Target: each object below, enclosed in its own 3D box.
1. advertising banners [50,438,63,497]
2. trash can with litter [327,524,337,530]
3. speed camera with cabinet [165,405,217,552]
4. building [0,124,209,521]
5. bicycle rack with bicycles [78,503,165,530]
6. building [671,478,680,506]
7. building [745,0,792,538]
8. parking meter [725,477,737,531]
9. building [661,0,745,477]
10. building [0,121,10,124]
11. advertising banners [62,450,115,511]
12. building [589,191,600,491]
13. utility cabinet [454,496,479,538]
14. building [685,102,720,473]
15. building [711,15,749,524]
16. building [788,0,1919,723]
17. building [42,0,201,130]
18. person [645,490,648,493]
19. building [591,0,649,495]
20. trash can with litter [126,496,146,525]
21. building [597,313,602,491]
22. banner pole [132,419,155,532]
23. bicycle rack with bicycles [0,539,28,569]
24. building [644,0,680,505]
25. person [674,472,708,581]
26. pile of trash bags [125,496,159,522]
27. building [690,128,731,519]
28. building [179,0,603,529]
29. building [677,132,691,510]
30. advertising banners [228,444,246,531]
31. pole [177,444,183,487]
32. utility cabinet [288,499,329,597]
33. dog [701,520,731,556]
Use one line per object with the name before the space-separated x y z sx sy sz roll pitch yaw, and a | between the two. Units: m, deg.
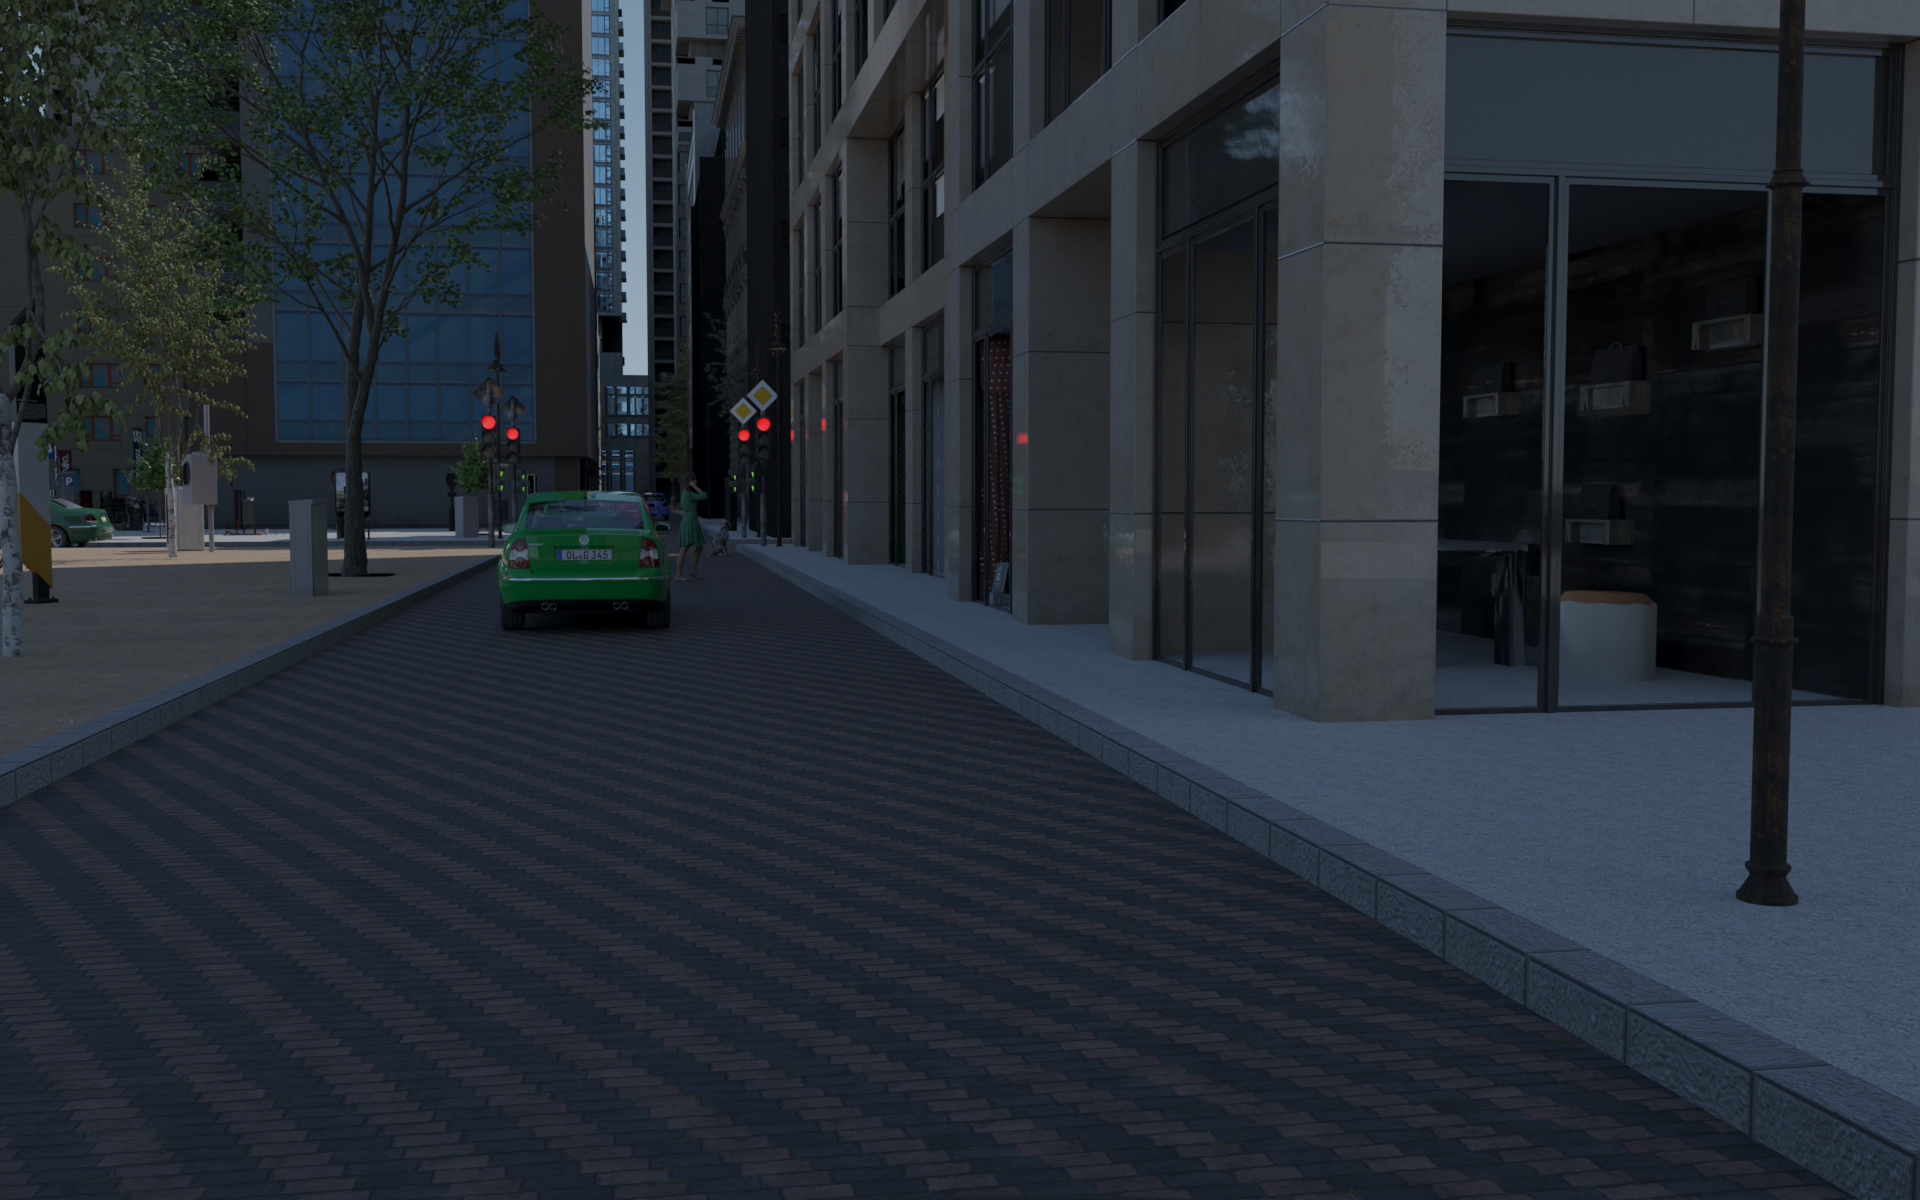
advertising banners | -28.437 -3.557 54.353 0.090 3.025 2.074 -2 4 -34
trash can with litter | -22.264 -3.124 62.138 1.678 1.210 2.233 -1 4 -9
speed camera with cabinet | -17.243 -2.719 38.794 0.660 3.252 2.038 -3 5 -40
building | -36.093 -15.436 97.414 27.650 21.520 28.899 -1 4 -10
bicycle rack with bicycles | -31.970 -3.249 66.499 2.852 0.926 2.925 0 4 -6
building | -15.475 -30.471 190.089 32.217 40.220 23.993 -1 4 -10
building | 1.303 -13.899 56.927 15.834 23.373 12.332 -1 4 -10
parking meter | -7.960 -3.337 60.265 0.255 1.863 0.399 3 4 36
building | -13.306 -35.152 163.974 28.713 52.752 27.495 -1 4 -10
building | -111.250 -33.621 199.808 14.200 45.320 14.600 -1 4 -10
advertising banners | -34.885 -4.463 69.162 2.074 3.025 0.090 -3 5 -43
building | -40.234 -23.580 157.238 14.160 30.474 14.107 -1 4 -10
utility cabinet | -14.532 -2.438 51.022 0.306 1.237 1.020 1 4 9
building | -11.864 -18.198 115.558 12.078 24.808 19.932 -1 4 -10
building | -5.367 -15.322 79.401 11.050 23.489 19.941 -1 4 -10
building | 8.350 -13.628 27.339 19.350 26.468 34.151 -1 4 -10
building | -94.227 -46.896 204.998 20.611 71.187 20.563 -1 4 -10
person | -27.766 -8.865 153.435 0.705 1.826 1.348 2 4 24
building | -54.258 -54.988 211.731 31.000 86.520 22.319 -1 4 -10
trash can with litter | -34.827 -3.726 71.984 1.678 1.210 2.233 3 5 41
building | -52.829 -20.639 182.488 28.899 21.520 27.650 -1 4 -10
banner pole | -27.252 -4.139 57.693 0.401 3.779 0.863 1 4 14
bicycle rack with bicycles | -17.044 -0.958 29.038 2.925 0.926 2.852 1 4 19
building | -28.852 -47.612 216.716 20.611 71.187 20.563 -1 4 -10
person | -4.475 -1.214 28.594 0.529 1.795 0.600 -2 4 -25
pile of trash bags | -37.580 -4.302 80.097 3.447 1.369 1.912 -3 4 -37
building | -8.739 -16.413 98.026 12.332 23.373 15.834 -1 4 -10
building | -22.006 -25.638 69.297 14.600 45.320 14.200 -1 4 -10
building | -16.089 -22.674 142.423 14.160 30.474 14.107 -1 4 -10
advertising banners | -25.519 -3.970 61.103 0.090 3.025 2.074 -1 4 -9
pole | -31.553 -4.668 70.168 0.158 3.312 0.155 0 3 0
utility cabinet | -8.292 -0.666 22.046 0.306 1.237 1.020 -1 4 -10
dog | -5.710 -1.435 40.291 0.800 0.831 0.513 -1 4 -12
